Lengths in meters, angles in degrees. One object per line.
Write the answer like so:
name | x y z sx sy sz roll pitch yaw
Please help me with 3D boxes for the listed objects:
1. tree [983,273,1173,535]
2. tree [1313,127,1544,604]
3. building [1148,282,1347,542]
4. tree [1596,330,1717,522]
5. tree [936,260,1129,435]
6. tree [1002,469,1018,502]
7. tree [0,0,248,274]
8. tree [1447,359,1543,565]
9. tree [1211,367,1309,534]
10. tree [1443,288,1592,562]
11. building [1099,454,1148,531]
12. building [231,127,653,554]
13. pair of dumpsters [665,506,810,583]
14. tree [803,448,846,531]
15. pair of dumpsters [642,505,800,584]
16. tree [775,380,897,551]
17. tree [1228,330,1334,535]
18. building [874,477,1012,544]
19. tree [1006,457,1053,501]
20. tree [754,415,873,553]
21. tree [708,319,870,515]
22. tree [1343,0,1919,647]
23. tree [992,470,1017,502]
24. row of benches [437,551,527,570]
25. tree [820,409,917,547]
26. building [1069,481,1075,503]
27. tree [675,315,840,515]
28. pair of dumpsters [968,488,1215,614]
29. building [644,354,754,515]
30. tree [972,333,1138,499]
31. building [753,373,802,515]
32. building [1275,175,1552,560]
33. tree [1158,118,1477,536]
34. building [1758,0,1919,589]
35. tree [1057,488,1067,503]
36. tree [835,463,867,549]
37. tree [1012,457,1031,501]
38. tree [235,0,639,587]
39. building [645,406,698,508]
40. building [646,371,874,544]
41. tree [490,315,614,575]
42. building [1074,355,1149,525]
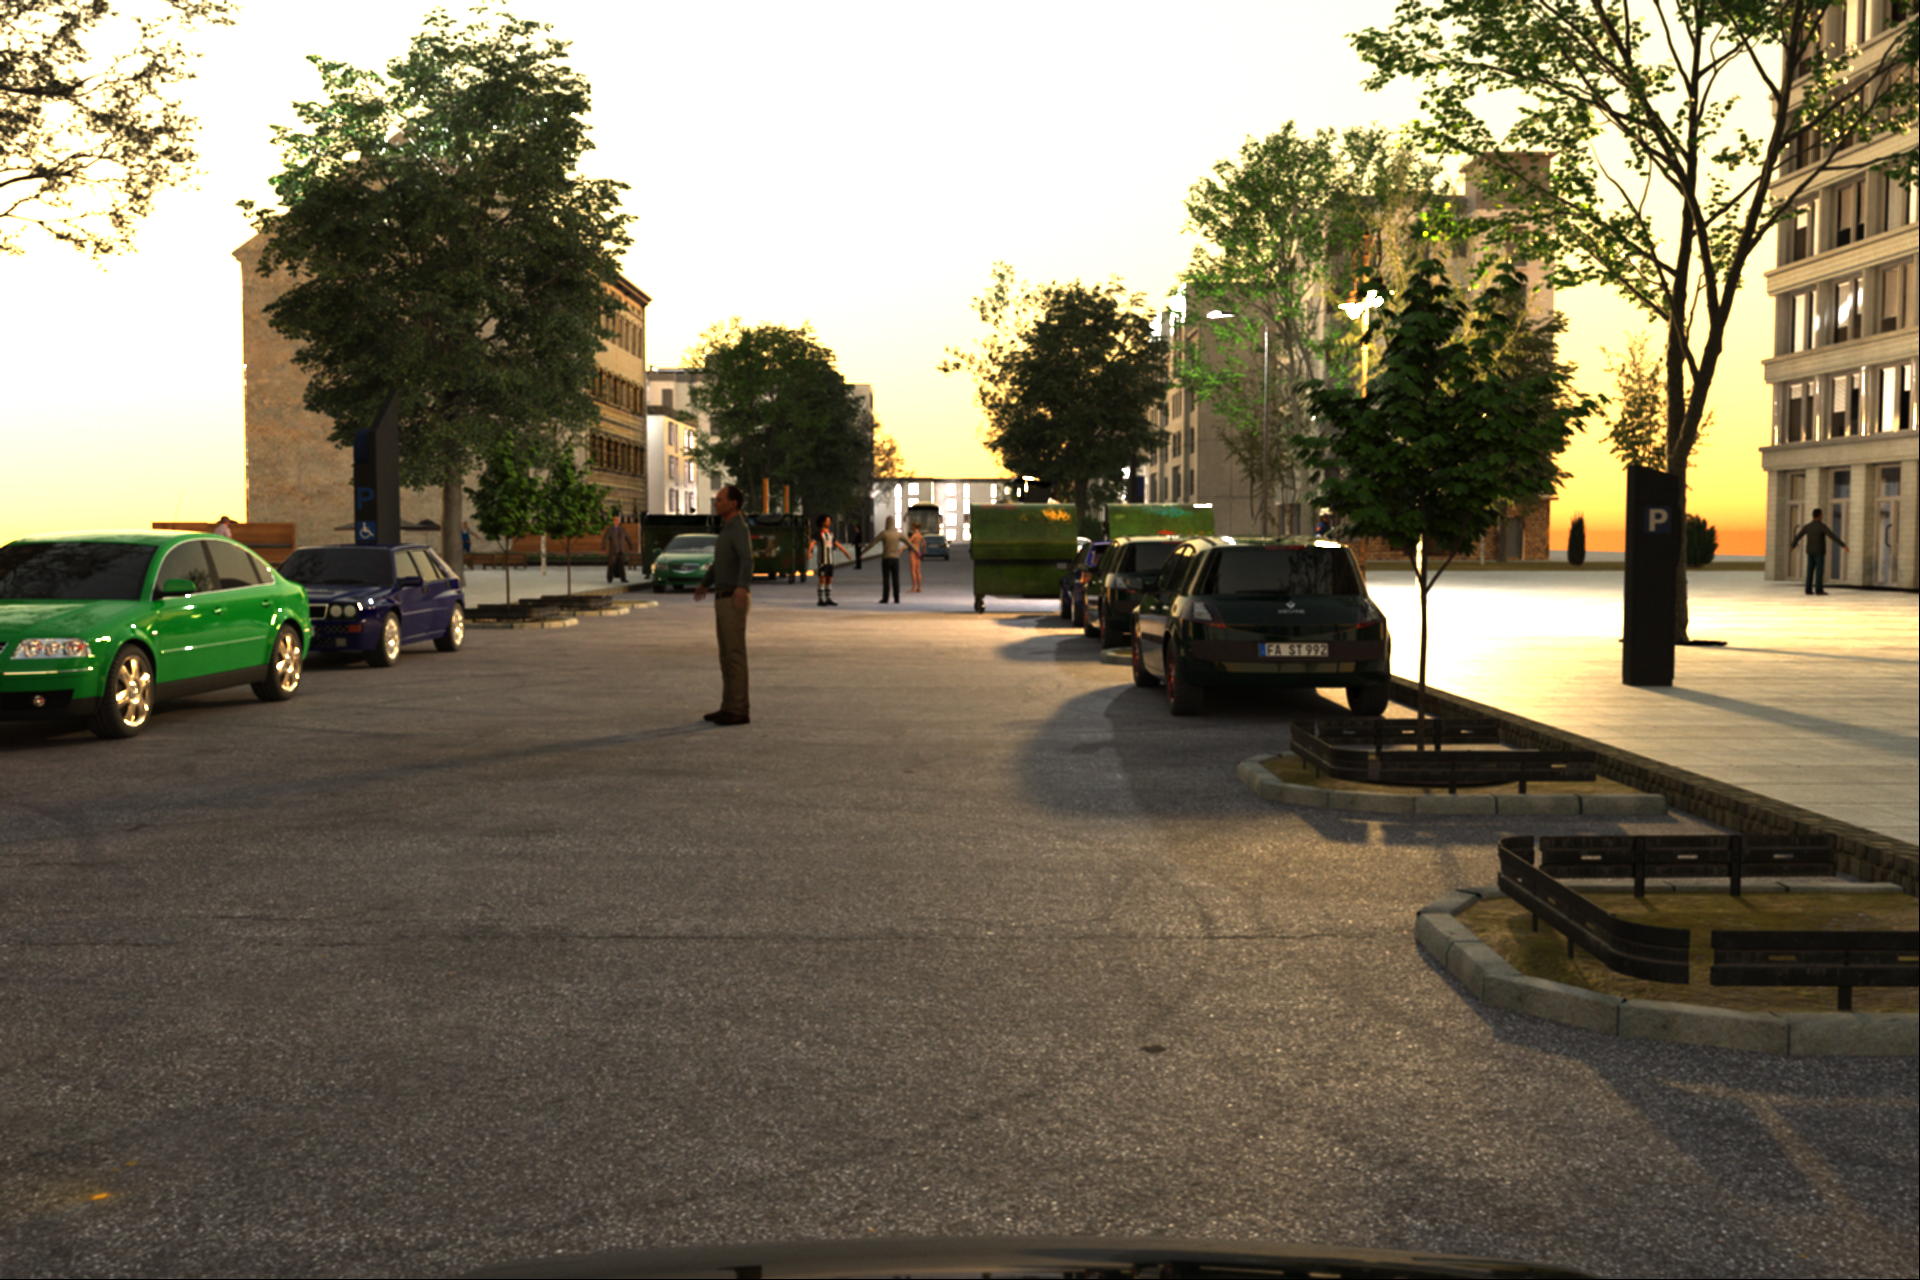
tree | 5.872 -10.941 85.547 9.857 13.997 8.962 0 3 0
tree | 8.553 -4.989 31.937 4.360 8.622 3.978 0 3 0
building | 24.181 -16.134 130.243 16.747 18.905 31.486 0 4 0
tree | 24.648 -6.825 61.948 4.737 8.622 4.395 0 3 0
tree | 5.026 -16.173 120.315 12.611 20.169 13.585 0 3 0
tree | 5.590 -12.686 157.776 4.360 8.622 3.978 0 3 0
tree | -12.554 -6.528 17.109 12.009 13.543 11.850 0 3 0
tree | 22.051 -7.449 72.148 4.737 8.622 4.395 0 3 0
tree | 12.725 -7.698 76.228 4.360 8.622 3.978 0 3 0
tree | 24.963 -9.882 79.697 7.486 12.596 7.792 0 3 0
building | 20.416 -14.951 186.602 9.099 9.664 28.070 0 4 0
building | -29.434 -16.600 102.346 19.493 23.208 18.063 0 4 0
pair of dumpsters | -6.686 -2.845 51.460 4.436 2.255 1.574 0 3 0
tree | -9.404 -10.749 126.104 4.360 8.622 3.978 0 3 0
pair of dumpsters | -6.862 -2.742 49.777 4.436 2.255 1.574 0 4 0
tree | -10.003 -13.755 135.257 12.009 13.543 11.850 0 3 0
tree | 11.910 -6.846 62.288 4.360 8.622 3.978 0 3 0
building | -3.986 -19.060 256.237 28.070 9.664 9.099 0 4 1
tree | 6.006 -11.380 136.422 4.737 8.622 4.395 0 3 0
tree | -10.080 -11.138 116.519 8.767 10.594 7.601 0 4 -4
tree | -10.098 -11.926 101.646 9.857 13.997 8.962 0 3 0
tree | 8.489 -5.757 19.881 9.928 11.665 9.643 0 3 0
tree | 5.537 -13.050 163.726 4.360 8.622 3.978 0 3 0
row of benches | -17.439 -2.903 62.927 1.422 0.672 4.104 3 4 36
tree | -9.265 -15.698 167.037 12.009 13.543 11.850 0 3 0
building | 24.329 -24.420 230.188 19.493 23.208 18.063 0 4 0
tree | -9.513 -9.532 81.603 9.928 11.665 9.643 0 3 0
pair of dumpsters | 2.368 -1.630 31.604 4.436 2.255 1.574 0 4 -1
building | -28.270 -19.957 182.722 16.016 20.090 11.380 0 4 0
tree | 5.422 -11.749 102.469 12.009 13.543 11.850 0 3 0
building | -24.435 -20.974 199.342 16.016 20.090 11.380 0 4 1
building | 23.213 -14.770 97.904 16.016 20.090 11.380 0 4 0
tree | 8.655 -7.139 42.470 9.928 11.665 9.643 0 3 0
building | 24.472 -11.556 35.620 8.464 21.280 15.925 0 4 0
tree | 14.908 -19.481 252.932 7.601 10.594 8.767 0 4 3
tree | -9.579 -11.902 144.955 4.737 8.622 4.395 0 3 0
tree | 6.104 -12.185 149.581 4.737 8.622 4.395 0 3 0
tree | -12.452 -8.272 41.904 9.857 13.997 8.962 0 3 0
building | -23.743 -11.317 127.181 9.099 9.664 28.070 0 3 0
building | -26.084 -23.788 232.903 27.936 21.610 32.646 0 4 -1
tree | -13.106 -6.327 53.814 4.360 8.622 3.978 0 3 0
building | 23.572 -23.144 209.331 19.493 23.208 18.063 0 4 1
